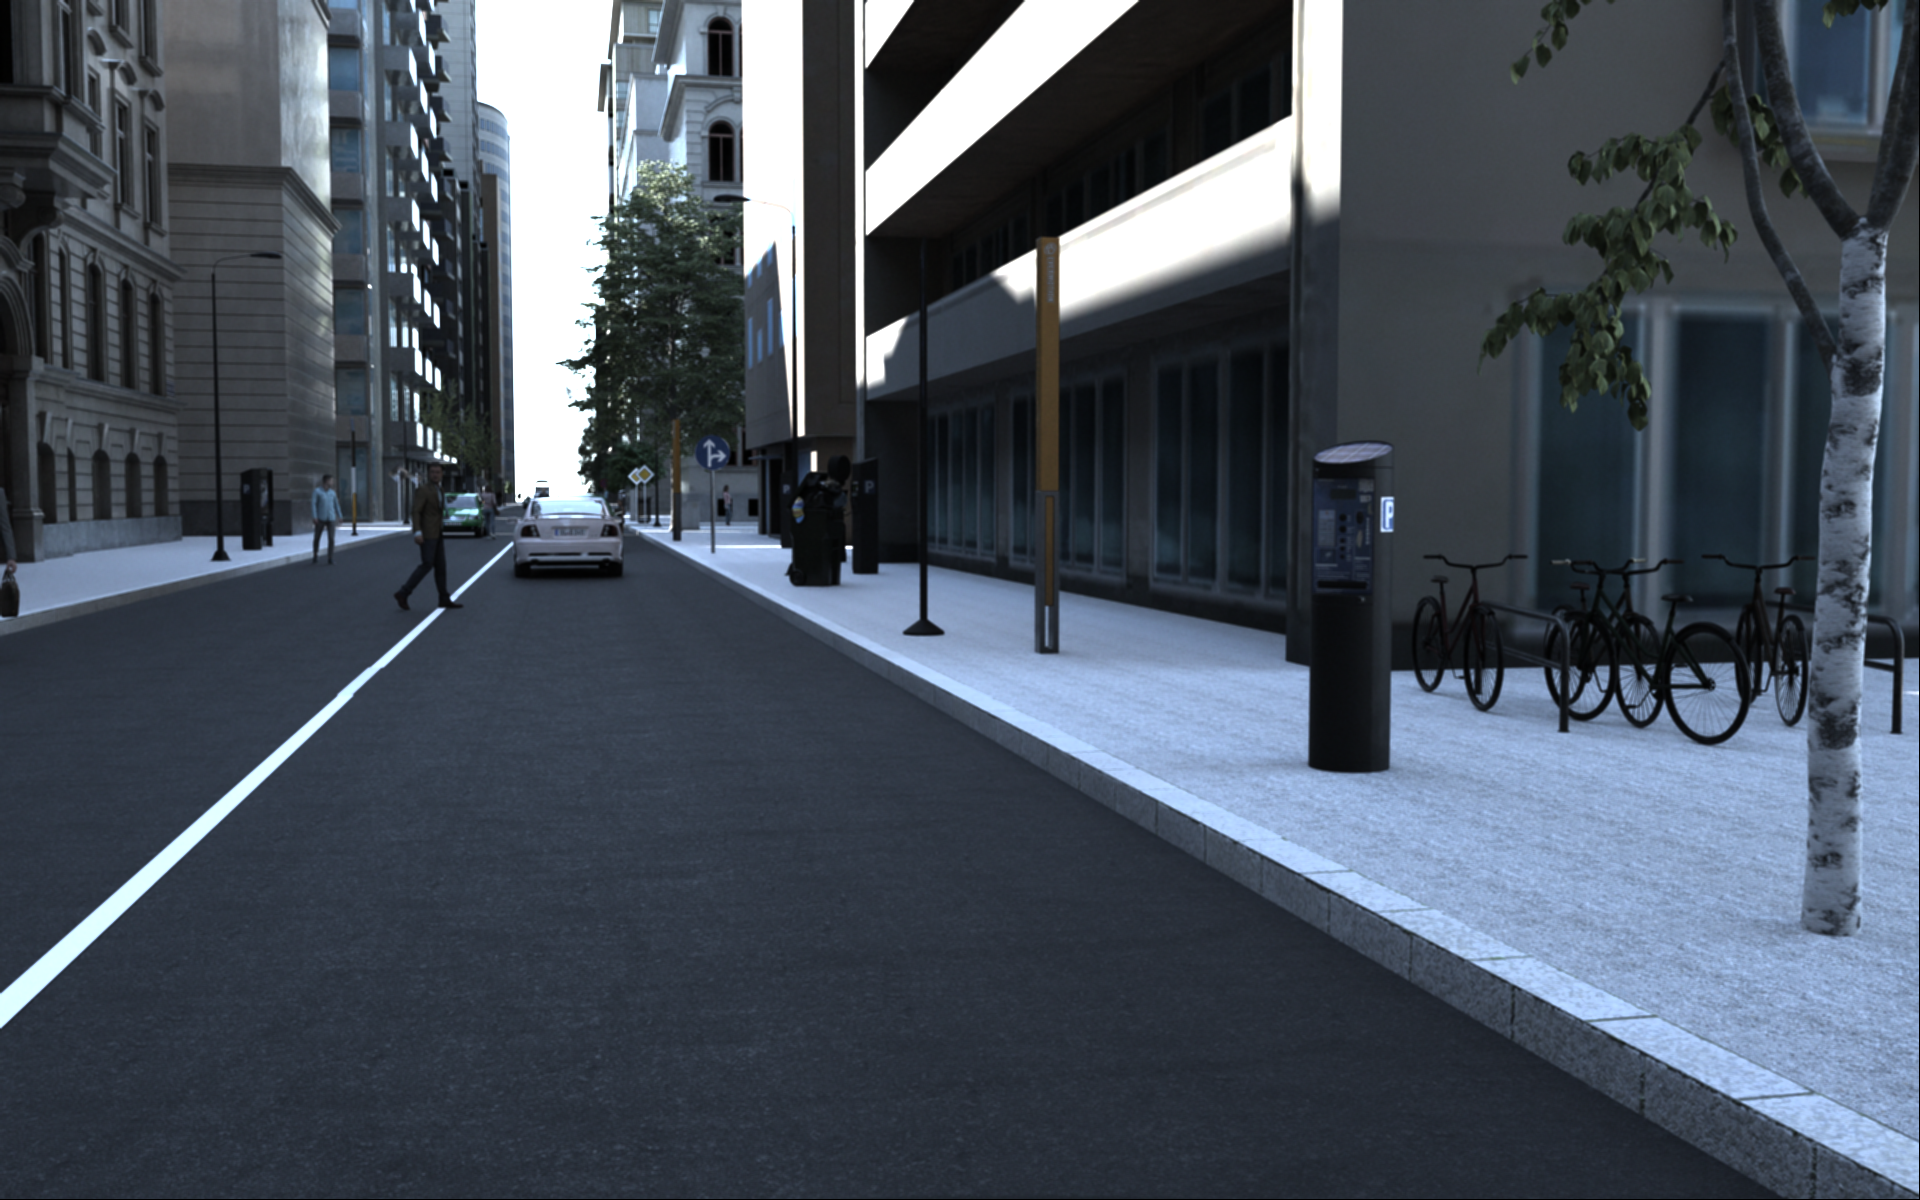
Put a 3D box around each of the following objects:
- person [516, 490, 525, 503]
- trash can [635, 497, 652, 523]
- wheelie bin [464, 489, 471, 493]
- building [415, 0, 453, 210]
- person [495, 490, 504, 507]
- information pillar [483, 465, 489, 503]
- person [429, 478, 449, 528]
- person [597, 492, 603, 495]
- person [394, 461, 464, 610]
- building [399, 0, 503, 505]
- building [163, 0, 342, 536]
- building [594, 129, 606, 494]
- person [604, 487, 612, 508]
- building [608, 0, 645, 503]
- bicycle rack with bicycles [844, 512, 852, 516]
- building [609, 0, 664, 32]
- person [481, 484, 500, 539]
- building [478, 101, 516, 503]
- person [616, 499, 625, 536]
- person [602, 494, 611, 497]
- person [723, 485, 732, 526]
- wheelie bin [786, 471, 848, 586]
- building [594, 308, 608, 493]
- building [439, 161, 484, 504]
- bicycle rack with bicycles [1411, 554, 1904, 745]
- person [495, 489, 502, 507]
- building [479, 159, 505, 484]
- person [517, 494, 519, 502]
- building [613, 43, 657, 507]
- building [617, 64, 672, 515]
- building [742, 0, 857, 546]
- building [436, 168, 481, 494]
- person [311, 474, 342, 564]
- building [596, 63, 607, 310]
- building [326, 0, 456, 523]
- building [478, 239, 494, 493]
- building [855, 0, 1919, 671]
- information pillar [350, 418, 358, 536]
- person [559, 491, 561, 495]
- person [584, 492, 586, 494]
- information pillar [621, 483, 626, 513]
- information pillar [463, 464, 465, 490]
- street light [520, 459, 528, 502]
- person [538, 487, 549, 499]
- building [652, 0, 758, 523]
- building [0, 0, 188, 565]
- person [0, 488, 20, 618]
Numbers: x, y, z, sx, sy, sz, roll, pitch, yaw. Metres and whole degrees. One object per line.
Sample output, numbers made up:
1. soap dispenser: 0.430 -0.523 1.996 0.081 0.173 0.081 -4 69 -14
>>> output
1. person: -65.152 -15.331 256.712 1.348 1.824 0.705 -2 4 -26
2. trash can: -13.911 -3.945 76.148 0.748 1.137 0.748 0 3 0
3. wheelie bin: -34.133 -6.824 119.473 0.693 1.594 0.980 -3 4 -37
4. building: -48.124 -28.683 123.595 22.147 44.769 28.867 -1 4 -13
5. person: -46.113 -10.146 172.752 1.217 1.723 0.721 0 4 1
6. information pillar: -37.768 -8.973 138.070 0.504 3.616 0.183 -3 5 -43
7. person: -12.910 -2.084 42.443 0.638 1.841 0.748 1 4 11
8. person: -38.866 -11.078 187.150 1.348 1.826 0.705 1 4 20
9. person: -6.618 -0.803 21.544 0.836 1.842 0.656 -1 4 -19
10. building: -65.129 -46.848 204.223 20.563 71.187 20.611 -1 4 -13
11. building: -33.596 -15.781 55.281 25.104 27.353 12.463 -1 4 -13
12. building: -50.255 -59.771 289.929 22.319 86.520 31.000 -1 4 -13
13. person: -29.304 -8.437 143.845 0.748 1.841 0.638 -1 4 -9
14. building: -41.822 -49.659 250.178 20.563 71.187 20.611 -1 4 -13
15. bicycle rack with bicycles: -2.102 -1.339 35.282 2.852 0.926 2.925 0 4 5
16. building: -22.423 -36.414 184.614 28.713 52.752 27.495 -1 4 -13
17. person: -15.015 -2.829 55.344 0.593 1.750 0.643 0 4 -4
18. building: -76.828 -43.570 254.371 21.231 58.520 28.212 -1 4 -13
19. person: -11.709 -2.841 59.613 0.373 1.253 0.362 -2 4 -35
20. person: -36.161 -10.454 176.910 0.705 1.831 1.348 2 4 33
21. person: -9.810 -3.952 73.120 0.388 1.821 0.555 0 4 -3
22. wheelie bin: -1.979 -1.002 24.289 0.693 1.594 0.980 1 4 20
23. building: -49.252 -30.350 267.920 14.160 30.474 14.107 -1 4 -13
24. building: -63.339 -29.120 167.992 32.217 40.220 23.993 -1 4 -13
25. bicycle rack with bicycles: 4.028 0.207 10.002 2.852 0.926 2.925 0 4 3
26. person: -46.652 -10.311 175.141 0.721 1.766 1.217 1 4 14
27. building: -69.207 -35.734 234.365 14.600 45.320 14.200 -1 4 -13
28. person: -71.518 -16.589 280.509 0.421 1.427 0.697 -2 4 -32
29. building: -25.147 -29.276 162.261 14.154 41.232 14.086 -1 4 -13
30. building: -17.532 -20.955 120.104 11.434 29.767 29.804 -1 4 -13
31. building: 1.398 -24.404 49.120 14.600 45.320 14.200 -1 4 -13
32. building: -50.162 -23.246 151.773 14.160 30.474 14.107 -1 4 -13
33. person: -13.051 -1.668 35.631 0.638 1.841 0.748 -2 4 -34
34. building: -29.189 -38.042 211.223 28.713 52.752 27.495 -1 4 -13
35. building: -38.182 -28.508 85.713 23.786 49.044 30.456 -1 4 -13
36. building: -58.692 -25.532 189.156 14.160 30.474 14.107 -1 4 -13
37. building: 10.753 -24.455 23.540 21.300 48.544 21.600 -1 4 -13
38. information pillar: -18.707 -3.796 53.423 0.183 3.616 0.504 -2 4 -23
39. person: -58.208 -14.883 251.851 0.705 1.823 1.348 -3 5 -41
40. person: -60.021 -16.514 277.516 0.415 1.643 0.593 -1 4 -11
41. information pillar: -22.841 -6.926 117.727 0.304 2.012 0.304 -1 4 -13
42. information pillar: -37.131 -8.454 129.572 0.183 3.616 0.504 -2 4 -26
43. street light: -58.253 -15.685 228.992 1.470 5.913 1.316 -1 4 -13
44. person: -19.385 -4.380 80.528 0.576 1.772 0.534 -2 4 -29
45. building: -2.735 -18.214 85.186 23.554 28.519 14.401 -1 4 -13
46. building: -22.714 -12.860 29.350 14.460 24.649 34.723 -1 4 -13
47. person: -8.551 -0.399 14.983 0.822 1.834 0.622 3 5 42
